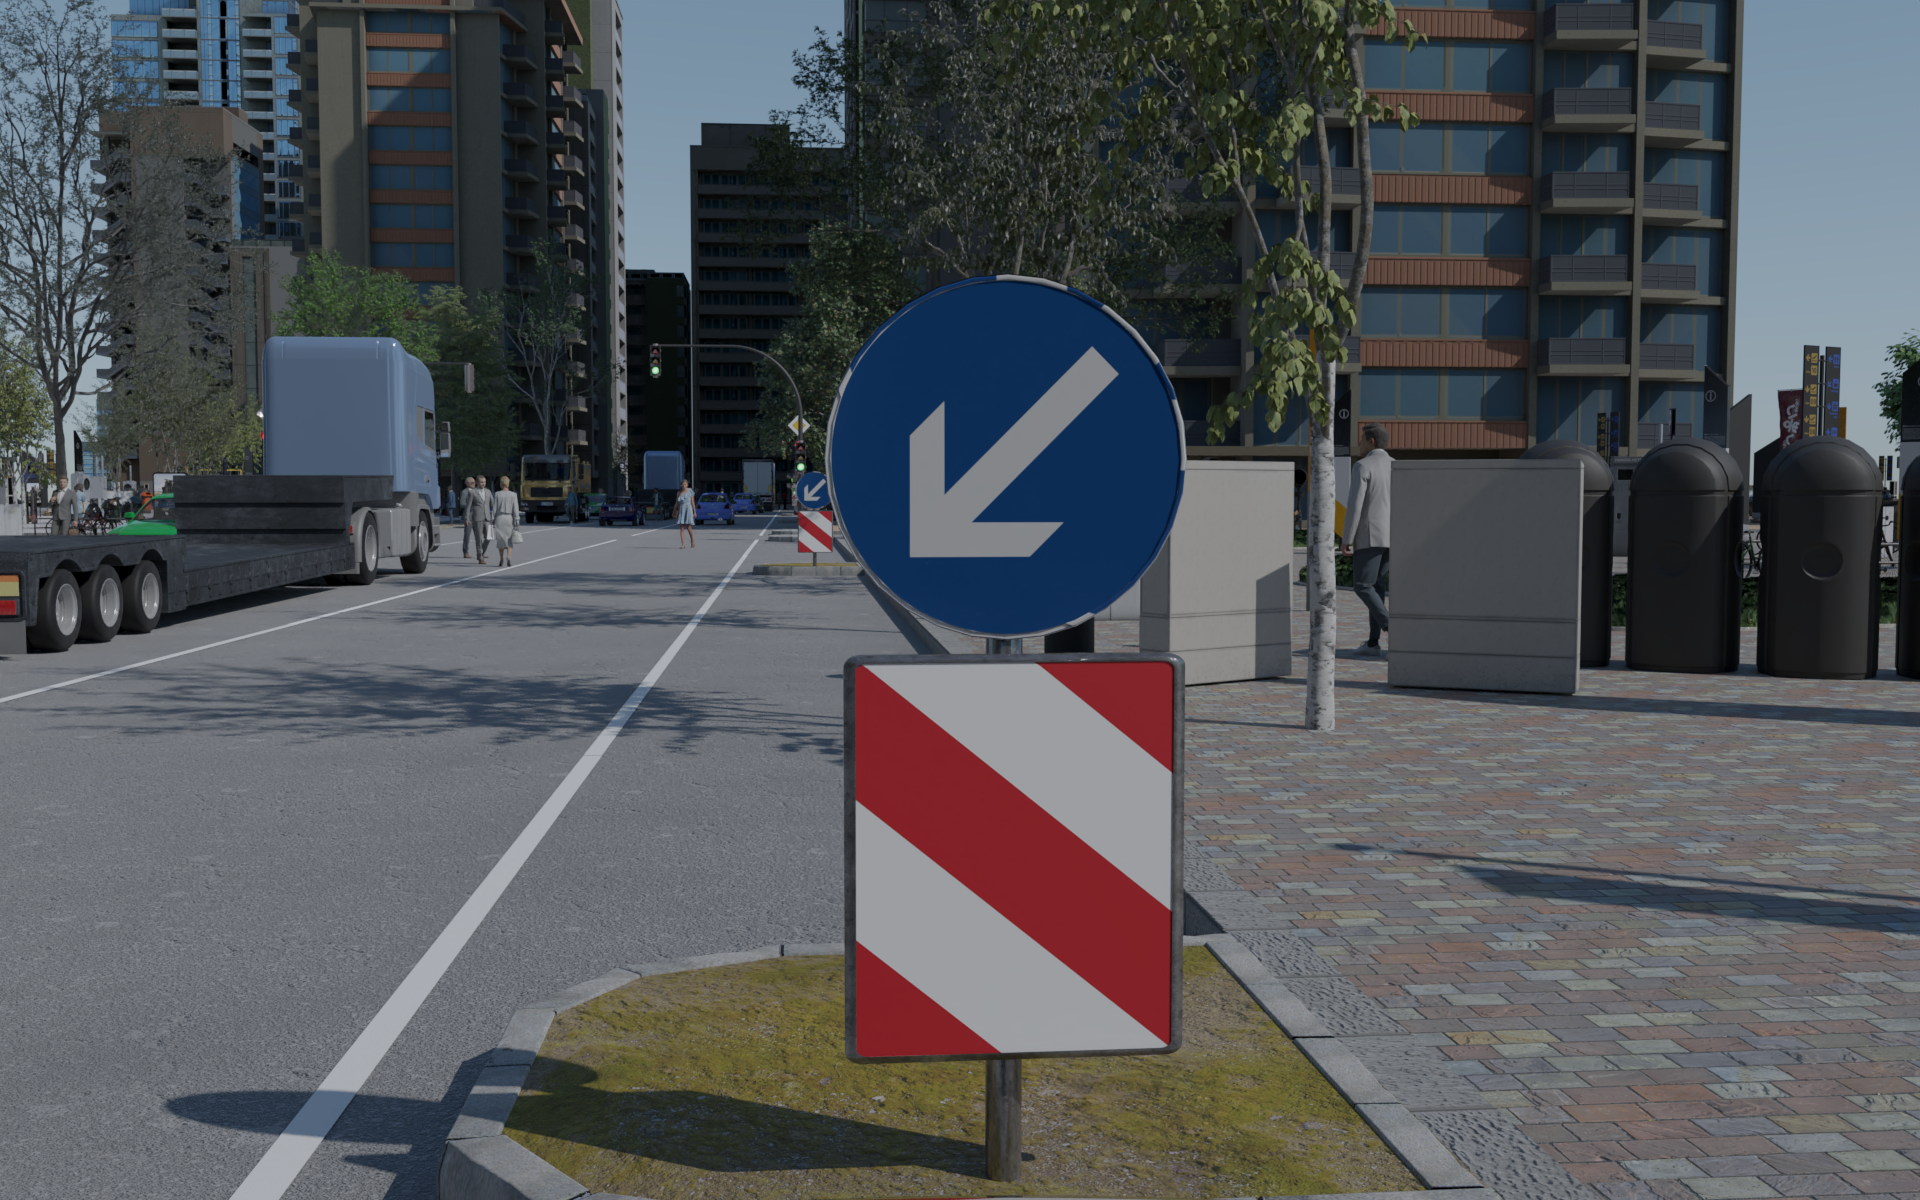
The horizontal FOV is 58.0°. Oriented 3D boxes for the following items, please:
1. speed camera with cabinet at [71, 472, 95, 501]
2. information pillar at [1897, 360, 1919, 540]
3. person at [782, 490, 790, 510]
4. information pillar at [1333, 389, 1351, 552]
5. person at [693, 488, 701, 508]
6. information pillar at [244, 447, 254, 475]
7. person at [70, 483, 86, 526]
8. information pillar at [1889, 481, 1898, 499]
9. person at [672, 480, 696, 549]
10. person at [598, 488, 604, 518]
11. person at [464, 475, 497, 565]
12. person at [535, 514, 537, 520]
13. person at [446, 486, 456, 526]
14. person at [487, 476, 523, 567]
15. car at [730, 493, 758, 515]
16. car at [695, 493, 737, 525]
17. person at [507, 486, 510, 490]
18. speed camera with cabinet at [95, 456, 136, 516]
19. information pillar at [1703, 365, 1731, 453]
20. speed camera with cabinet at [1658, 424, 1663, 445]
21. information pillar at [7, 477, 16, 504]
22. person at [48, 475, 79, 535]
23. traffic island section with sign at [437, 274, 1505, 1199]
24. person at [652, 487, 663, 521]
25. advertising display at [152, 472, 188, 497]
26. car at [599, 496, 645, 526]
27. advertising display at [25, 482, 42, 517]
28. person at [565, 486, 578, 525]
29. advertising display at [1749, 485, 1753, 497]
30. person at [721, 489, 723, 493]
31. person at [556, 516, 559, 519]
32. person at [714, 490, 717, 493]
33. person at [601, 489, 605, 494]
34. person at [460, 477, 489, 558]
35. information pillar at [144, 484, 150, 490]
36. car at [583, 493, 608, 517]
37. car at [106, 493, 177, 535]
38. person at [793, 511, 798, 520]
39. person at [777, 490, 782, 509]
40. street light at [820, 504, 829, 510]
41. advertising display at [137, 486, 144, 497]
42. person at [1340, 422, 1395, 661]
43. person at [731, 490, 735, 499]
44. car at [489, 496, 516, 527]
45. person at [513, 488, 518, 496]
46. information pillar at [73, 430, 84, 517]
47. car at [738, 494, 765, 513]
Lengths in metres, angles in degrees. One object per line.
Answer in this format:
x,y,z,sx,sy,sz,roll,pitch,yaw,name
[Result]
-39.197,-5.028,76.539,0.660,3.252,2.038,0,4,-1,speed camera with cabinet
15.260,-2.217,27.600,0.504,3.616,0.183,2,4,34,information pillar
-15.971,-9.172,158.396,0.705,1.831,1.348,-2,4,-35,person
8.494,-2.896,38.696,0.504,3.616,0.183,1,4,19,information pillar
-15.916,-5.891,105.246,0.534,1.772,0.576,1,4,9,person
-34.984,-5.744,85.270,0.504,3.616,0.183,1,4,19,information pillar
-28.256,-2.845,55.275,0.793,1.790,0.793,2,4,30,person
52.570,-5.693,97.579,0.304,2.012,0.304,-2,4,-30,information pillar
-7.253,-2.262,45.577,0.616,1.811,0.778,1,4,11,person
-21.684,-5.856,104.512,0.520,1.790,0.573,-1,4,-20,person
-9.729,-1.633,35.314,0.853,1.813,0.709,3,5,43,person
-23.153,-5.298,94.897,0.659,1.850,0.755,-1,4,-16,person
-23.078,-4.269,78.488,0.419,1.800,0.721,-1,4,-11,person
-8.977,-1.541,34.052,0.694,1.780,0.624,0,4,-1,person
-15.232,-6.880,122.078,1.945,1.707,3.694,0,4,-6,car
-11.422,-4.355,80.790,1.945,1.707,3.694,0,4,-4,car
-29.062,-6.445,111.302,0.514,1.842,0.818,2,4,29,person
-45.126,-5.977,92.062,2.038,3.252,0.660,-2,4,-33,speed camera with cabinet
13.690,-2.451,31.428,0.183,3.616,0.504,-2,4,-34,information pillar
20.505,-3.343,48.991,2.038,3.252,0.660,1,4,17,speed camera with cabinet
-40.106,-4.208,73.286,0.304,2.012,0.304,-1,4,-20,information pillar
-19.223,-1.754,37.135,0.622,1.834,0.822,-1,4,-15,person
-0.089,0.288,3.917,1.989,1.847,2.006,0,4,-6,traffic island section with sign
-15.955,-5.047,91.367,0.623,1.781,0.721,0,4,-1,person
-23.277,-2.808,51.122,0.974,1.923,0.123,-1,4,-12,advertising display
-15.334,-4.041,78.657,1.945,1.354,3.894,0,4,-4,car
-51.424,-5.559,96.108,0.123,1.923,0.974,1,4,20,advertising display
-17.948,-4.352,80.001,0.601,1.785,0.444,2,4,31,person
56.583,-7.293,124.452,0.974,1.923,0.123,0,4,-1,advertising display
-15.730,-6.466,114.499,0.678,1.792,0.850,-1,4,-13,person
-22.887,-5.191,97.645,0.640,1.303,0.475,1,4,19,person
-23.783,-9.805,168.743,1.348,1.831,0.705,-3,4,-36,person
-22.520,-6.130,109.117,0.834,1.777,0.661,3,4,36,person
-10.821,-1.831,38.608,0.590,1.801,0.661,2,4,25,person
-57.491,-7.217,122.495,0.304,2.012,0.304,-1,4,-15,information pillar
-20.480,-5.400,97.082,1.959,1.807,4.718,0,4,-5,car
-14.384,-1.446,32.441,1.959,1.807,4.718,0,4,-4,car
-8.400,-5.046,90.991,0.713,1.824,0.794,1,4,14,person
-17.217,-9.593,165.342,0.705,1.824,1.348,1,4,17,person
-8.721,-8.262,107.628,1.470,5.913,1.316,0,4,-6,street light
-61.802,-7.691,130.961,0.974,1.923,0.123,1,4,17,advertising display
3.311,-0.468,13.538,0.661,1.843,0.795,-2,4,-28,person
-22.655,-10.102,173.541,0.599,1.838,0.709,-1,4,-12,person
-20.152,-3.782,74.417,1.945,1.354,3.894,0,4,-6,car
-34.462,-7.778,133.576,0.716,1.782,0.532,2,4,29,person
-32.466,-4.432,63.811,0.183,3.616,0.504,0,4,-2,information pillar
-15.820,-7.289,130.970,2.131,1.459,4.920,0,4,-4,car
